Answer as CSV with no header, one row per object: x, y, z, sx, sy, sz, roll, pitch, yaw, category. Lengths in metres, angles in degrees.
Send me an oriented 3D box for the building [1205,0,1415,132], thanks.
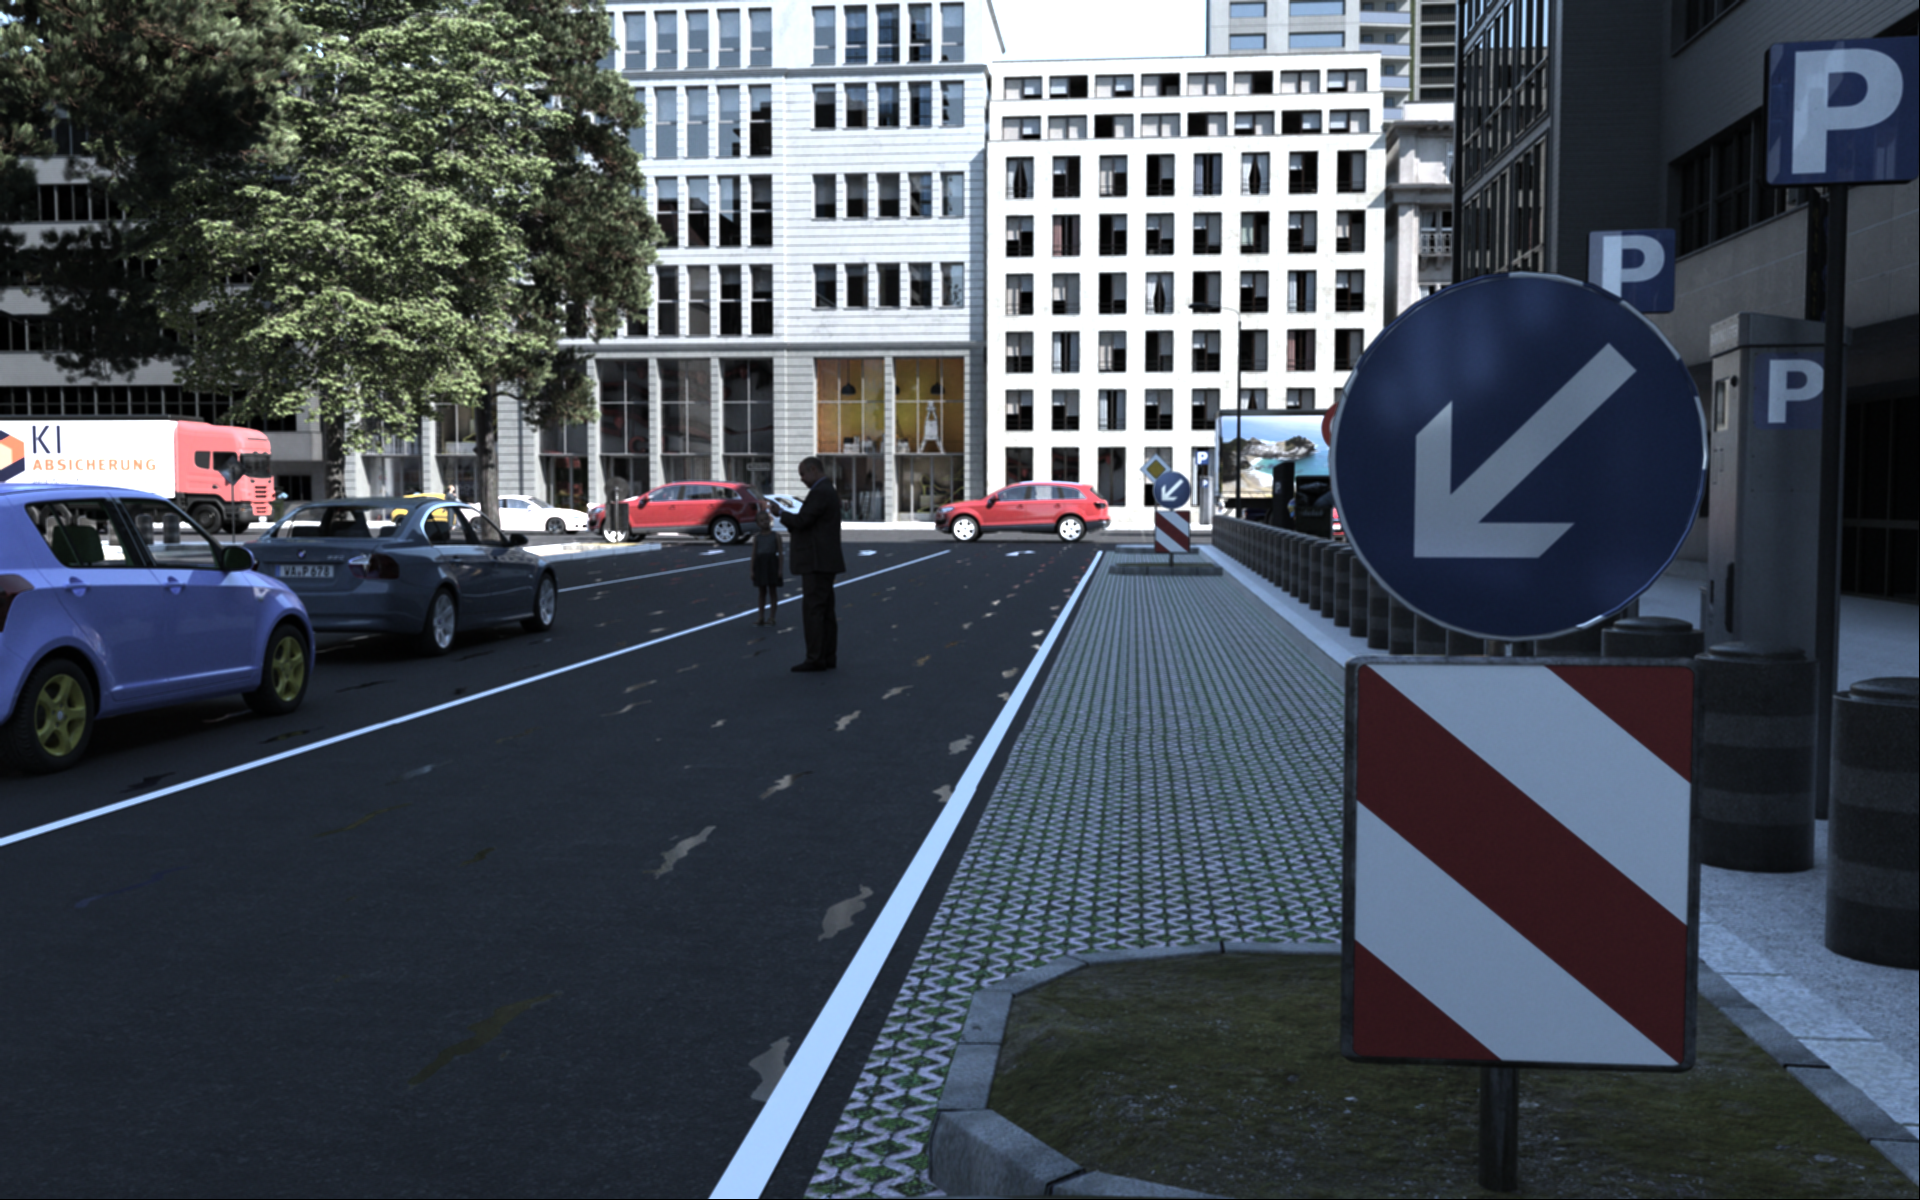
35.877,-39.013,179.862,21.231,58.520,28.212,0,4,6,building

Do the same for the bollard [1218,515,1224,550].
6.004,-1.452,38.450,0.404,0.777,0.398,0,3,0,bollard

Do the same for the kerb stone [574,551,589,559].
-8.474,-0.980,38.300,0.120,0.150,1.000,0,4,6,kerb stone

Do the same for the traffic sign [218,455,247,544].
-18.825,-2.520,44.846,0.795,2.450,0.064,0,4,6,traffic sign

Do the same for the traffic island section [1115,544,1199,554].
4.824,-1.239,42.543,2.009,0.180,2.903,0,4,6,traffic island section

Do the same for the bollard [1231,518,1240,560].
5.528,-1.157,33.628,0.404,0.777,0.398,0,3,0,bollard

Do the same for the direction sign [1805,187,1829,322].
6.515,-1.299,13.231,0.379,3.537,0.876,2,4,34,direction sign

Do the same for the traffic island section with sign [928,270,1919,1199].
0.968,0.290,3.891,1.989,1.847,2.006,0,4,6,traffic island section with sign

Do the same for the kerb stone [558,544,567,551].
-10.055,-1.309,43.598,0.120,0.150,1.000,0,4,6,kerb stone

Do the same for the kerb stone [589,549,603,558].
-8.372,-1.047,39.321,0.120,0.150,1.000,0,4,6,kerb stone

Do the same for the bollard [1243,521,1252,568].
5.170,-0.937,30.038,0.404,0.777,0.398,0,3,0,bollard

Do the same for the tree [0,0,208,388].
-11.749,-6.733,19.961,7.806,13.903,7.818,0,3,0,tree

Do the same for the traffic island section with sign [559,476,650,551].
-8.934,-2.203,44.156,2.006,1.907,1.989,0,4,6,traffic island section with sign

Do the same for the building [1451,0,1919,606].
15.984,-12.404,21.878,14.314,24.678,30.058,0,4,6,building

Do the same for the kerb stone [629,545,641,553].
-8.062,-1.235,42.389,0.120,0.150,1.000,0,4,6,kerb stone

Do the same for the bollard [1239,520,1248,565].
5.286,-1.010,31.234,0.404,0.777,0.398,0,3,0,bollard

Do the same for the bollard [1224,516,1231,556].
5.763,-1.304,36.033,0.404,0.777,0.398,0,3,0,bollard

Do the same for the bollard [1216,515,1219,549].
6.128,-1.525,39.645,0.404,0.777,0.398,0,3,0,bollard

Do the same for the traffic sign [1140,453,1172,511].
4.800,-2.375,42.468,0.795,2.450,0.064,0,4,6,traffic sign

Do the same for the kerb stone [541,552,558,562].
-8.683,-0.859,36.253,0.120,0.150,1.000,0,4,6,kerb stone

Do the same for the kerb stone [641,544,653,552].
-7.965,-1.298,43.410,0.120,0.150,1.000,0,4,6,kerb stone

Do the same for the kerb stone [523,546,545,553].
-10.257,-1.181,41.551,0.120,0.150,1.000,0,4,6,kerb stone

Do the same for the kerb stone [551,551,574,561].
-8.583,-0.922,37.275,0.120,0.150,1.000,0,4,6,kerb stone

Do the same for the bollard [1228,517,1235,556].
5.647,-1.230,34.824,0.404,0.777,0.398,0,3,0,bollard

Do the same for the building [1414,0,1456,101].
63.122,-48.914,238.001,20.611,71.187,20.563,0,4,6,building

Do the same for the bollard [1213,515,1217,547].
6.250,-1.598,40.841,0.404,0.777,0.398,0,3,0,bollard

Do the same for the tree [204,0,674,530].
-10.243,-7.782,37.108,7.806,13.903,7.818,0,3,0,tree

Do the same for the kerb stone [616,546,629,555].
-8.167,-1.168,41.365,0.120,0.150,1.000,0,4,6,kerb stone

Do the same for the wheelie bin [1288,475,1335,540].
6.048,-1.316,29.429,0.980,1.594,0.693,1,4,17,wheelie bin

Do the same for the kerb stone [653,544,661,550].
-7.858,-1.360,44.430,0.120,0.150,1.000,0,4,6,kerb stone

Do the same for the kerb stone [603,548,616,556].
-8.278,-1.110,40.342,0.120,0.150,1.000,0,4,6,kerb stone

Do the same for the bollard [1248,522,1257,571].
5.050,-0.864,28.842,0.404,0.777,0.398,0,3,0,bollard

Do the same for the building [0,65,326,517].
-42.739,-16.344,86.295,30.058,24.678,14.314,0,4,6,building

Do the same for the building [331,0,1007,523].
-13.092,-18.613,81.812,29.804,29.767,11.434,0,4,6,building

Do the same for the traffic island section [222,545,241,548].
-18.849,-1.384,44.910,2.009,0.180,2.903,0,4,6,traffic island section

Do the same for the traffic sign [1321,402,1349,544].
5.229,-1.415,23.239,0.768,2.556,0.104,1,4,15,traffic sign

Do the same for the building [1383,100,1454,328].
30.558,-14.439,77.871,24.055,21.916,13.314,0,4,6,building

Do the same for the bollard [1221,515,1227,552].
5.888,-1.378,37.243,0.404,0.777,0.398,0,3,0,bollard

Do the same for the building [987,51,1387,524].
10.055,-13.721,79.092,16.860,20.320,10.420,0,4,6,building

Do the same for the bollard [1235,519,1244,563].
5.408,-1.083,32.429,0.404,0.777,0.398,0,3,0,bollard

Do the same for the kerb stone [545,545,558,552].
-10.160,-1.246,42.575,0.120,0.150,1.000,0,4,6,kerb stone

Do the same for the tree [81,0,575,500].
-10.223,-6.586,28.271,7.486,12.596,7.792,0,3,0,tree
